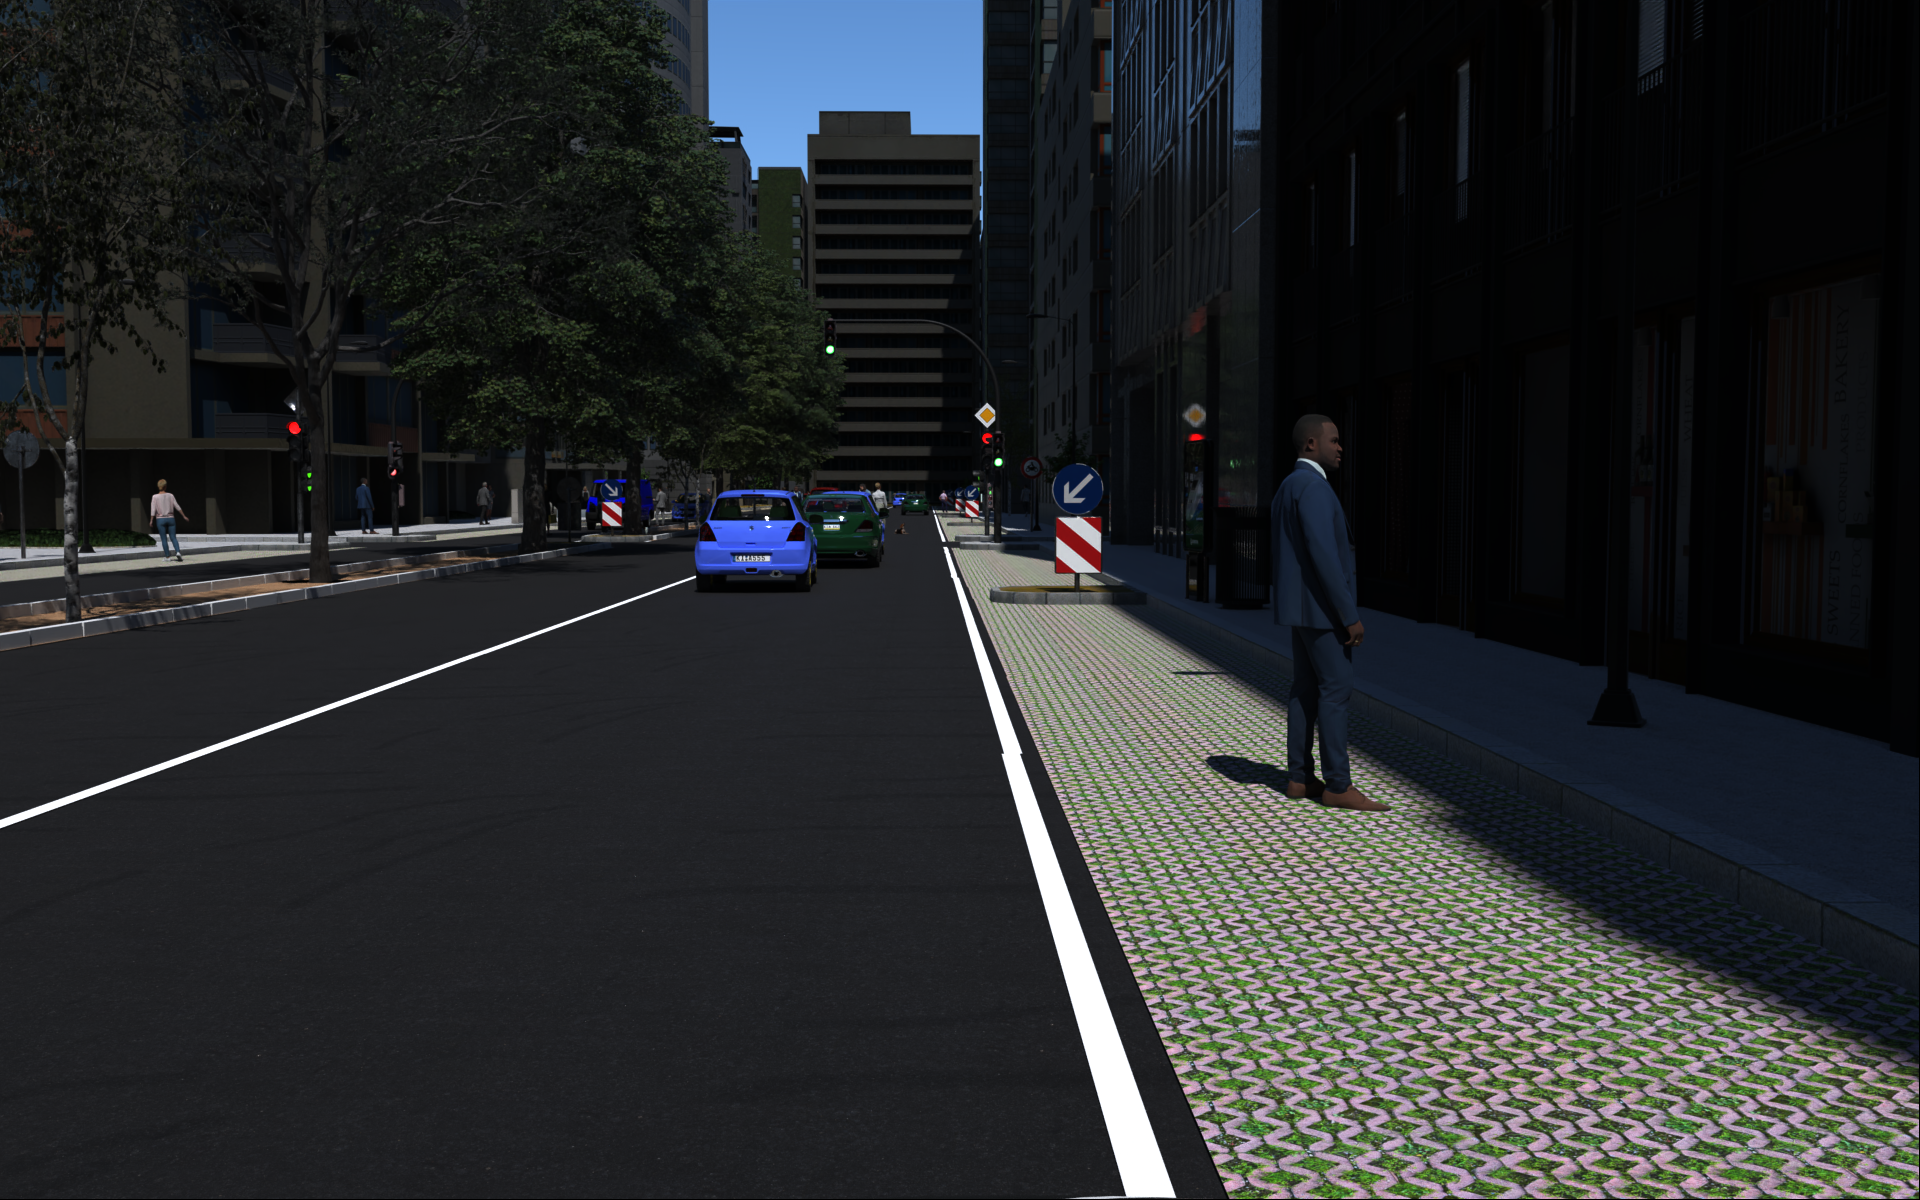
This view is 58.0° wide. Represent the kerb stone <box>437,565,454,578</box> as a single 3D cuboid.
[{"bbox_3d":[-9.036,-0.483,30.099,0.120,0.150,1.000,0,4,-1],"label":"kerb stone"}]

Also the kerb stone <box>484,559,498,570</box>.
[{"bbox_3d":[-9.092,-0.668,33.172,0.120,0.150,1.000,0,4,-1],"label":"kerb stone"}]

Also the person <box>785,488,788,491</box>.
[{"bbox_3d":[-11.012,-6.178,109.765,0.529,1.795,0.600,-3,4,-37],"label":"person"}]

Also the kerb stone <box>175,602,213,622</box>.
[{"bbox_3d":[-8.855,0.150,19.843,0.120,0.150,1.000,0,4,-1],"label":"kerb stone"}]

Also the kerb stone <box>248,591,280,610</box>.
[{"bbox_3d":[-8.884,0.018,21.899,0.120,0.150,1.000,0,4,-1],"label":"kerb stone"}]

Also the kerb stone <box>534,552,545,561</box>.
[{"bbox_3d":[-9.169,-0.922,37.291,0.120,0.150,1.000,0,4,-1],"label":"kerb stone"}]

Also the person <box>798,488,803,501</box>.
[{"bbox_3d":[-9.290,-5.602,100.365,0.793,1.790,0.793,-1,4,-13],"label":"person"}]

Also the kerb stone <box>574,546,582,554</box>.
[{"bbox_3d":[-9.250,-1.174,41.393,0.120,0.150,1.000,0,4,-1],"label":"kerb stone"}]

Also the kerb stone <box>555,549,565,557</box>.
[{"bbox_3d":[-9.204,-1.046,39.337,0.120,0.150,1.000,0,4,-1],"label":"kerb stone"}]

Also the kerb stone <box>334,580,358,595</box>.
[{"bbox_3d":[-8.942,-0.170,24.973,0.120,0.150,1.000,0,4,-1],"label":"kerb stone"}]

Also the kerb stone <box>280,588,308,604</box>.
[{"bbox_3d":[-8.909,-0.044,22.922,0.120,0.150,1.000,0,4,-1],"label":"kerb stone"}]

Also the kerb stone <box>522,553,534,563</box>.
[{"bbox_3d":[-9.147,-0.860,36.263,0.120,0.150,1.000,0,4,-1],"label":"kerb stone"}]

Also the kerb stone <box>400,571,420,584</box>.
[{"bbox_3d":[-9.001,-0.358,28.045,0.120,0.150,1.000,0,4,-1],"label":"kerb stone"}]

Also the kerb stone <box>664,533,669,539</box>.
[{"bbox_3d":[-9.495,-2.017,55.202,0.120,0.150,1.000,0,4,-1],"label":"kerb stone"}]

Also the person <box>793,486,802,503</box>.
[{"bbox_3d":[-7.286,-4.145,76.446,0.721,1.800,0.419,-2,4,-32],"label":"person"}]

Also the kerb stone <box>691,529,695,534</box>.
[{"bbox_3d":[-9.612,-2.396,61.377,0.120,0.150,1.000,0,4,-1],"label":"kerb stone"}]

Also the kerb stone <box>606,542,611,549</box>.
[{"bbox_3d":[-9.314,-1.423,45.498,0.120,0.150,1.000,0,4,-1],"label":"kerb stone"}]

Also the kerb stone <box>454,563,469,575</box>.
[{"bbox_3d":[-9.063,-0.545,31.121,0.120,0.150,1.000,0,4,-1],"label":"kerb stone"}]

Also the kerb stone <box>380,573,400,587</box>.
[{"bbox_3d":[-8.986,-0.295,27.017,0.120,0.150,1.000,0,4,-1],"label":"kerb stone"}]

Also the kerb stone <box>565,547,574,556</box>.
[{"bbox_3d":[-9.231,-1.112,40.371,0.120,0.150,1.000,0,4,-1],"label":"kerb stone"}]

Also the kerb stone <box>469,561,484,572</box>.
[{"bbox_3d":[-9.076,-0.609,32.150,0.120,0.150,1.000,0,4,-1],"label":"kerb stone"}]

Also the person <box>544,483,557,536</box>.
[{"bbox_3d":[-14.568,-3.147,60.166,0.699,1.804,1.509,-3,4,-36],"label":"person"}]

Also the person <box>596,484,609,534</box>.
[{"bbox_3d":[-12.633,-3.199,61.140,0.444,1.785,0.601,0,4,-3],"label":"person"}]

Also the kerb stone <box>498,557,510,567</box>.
[{"bbox_3d":[-9.114,-0.732,34.205,0.120,0.150,1.000,0,4,-1],"label":"kerb stone"}]

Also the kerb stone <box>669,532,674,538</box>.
[{"bbox_3d":[-9.515,-2.082,56.232,0.120,0.150,1.000,0,4,-1],"label":"kerb stone"}]

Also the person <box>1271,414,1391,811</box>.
[{"bbox_3d":[1.658,0.040,8.024,0.419,1.800,0.721,-1,4,-13],"label":"person"}]

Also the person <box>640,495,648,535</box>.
[{"bbox_3d":[-11.125,-3.084,59.682,0.760,1.731,0.466,0,4,-1],"label":"person"}]

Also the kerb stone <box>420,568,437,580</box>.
[{"bbox_3d":[-9.029,-0.416,29.074,0.120,0.150,1.000,0,4,-1],"label":"kerb stone"}]

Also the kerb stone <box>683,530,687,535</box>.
[{"bbox_3d":[-9.571,-2.271,59.324,0.120,0.150,1.000,0,4,-1],"label":"kerb stone"}]

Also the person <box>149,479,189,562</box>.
[{"bbox_3d":[-16.604,-1.671,36.491,0.598,1.740,0.731,3,4,38],"label":"person"}]

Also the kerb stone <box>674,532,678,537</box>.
[{"bbox_3d":[-9.525,-2.143,57.269,0.120,0.150,1.000,0,4,-1],"label":"kerb stone"}]

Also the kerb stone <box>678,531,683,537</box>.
[{"bbox_3d":[-9.550,-2.208,58.300,0.120,0.150,1.000,0,4,-1],"label":"kerb stone"}]

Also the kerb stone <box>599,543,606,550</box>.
[{"bbox_3d":[-9.306,-1.361,44.476,0.120,0.150,1.000,0,4,-1],"label":"kerb stone"}]

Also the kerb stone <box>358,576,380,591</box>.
[{"bbox_3d":[-8.965,-0.232,25.995,0.120,0.150,1.000,0,4,-1],"label":"kerb stone"}]

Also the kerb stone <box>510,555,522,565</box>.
[{"bbox_3d":[-9.130,-0.797,35.230,0.120,0.150,1.000,0,4,-1],"label":"kerb stone"}]

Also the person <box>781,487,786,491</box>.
[{"bbox_3d":[-8.801,-4.719,85.992,0.374,1.781,0.599,-1,4,-9],"label":"person"}]

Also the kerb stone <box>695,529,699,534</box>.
[{"bbox_3d":[-9.626,-2.456,62.400,0.120,0.150,1.000,0,4,-1],"label":"kerb stone"}]

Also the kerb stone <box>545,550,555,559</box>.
[{"bbox_3d":[-9.182,-0.985,38.315,0.120,0.150,1.000,0,4,-1],"label":"kerb stone"}]

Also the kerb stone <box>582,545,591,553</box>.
[{"bbox_3d":[-9.265,-1.237,42.428,0.120,0.150,1.000,0,4,-1],"label":"kerb stone"}]

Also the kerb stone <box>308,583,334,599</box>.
[{"bbox_3d":[-8.922,-0.104,23.950,0.120,0.150,1.000,0,4,-1],"label":"kerb stone"}]

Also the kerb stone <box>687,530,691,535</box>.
[{"bbox_3d":[-9.600,-2.329,60.355,0.120,0.150,1.000,0,4,-1],"label":"kerb stone"}]

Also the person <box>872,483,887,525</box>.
[{"bbox_3d":[-2.617,-2.872,55.691,0.478,1.798,0.641,1,4,14],"label":"person"}]

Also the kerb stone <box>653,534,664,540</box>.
[{"bbox_3d":[-9.477,-1.953,54.180,0.120,0.150,1.000,0,4,-1],"label":"kerb stone"}]

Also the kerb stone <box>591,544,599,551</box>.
[{"bbox_3d":[-9.274,-1.300,43.450,0.120,0.150,1.000,0,4,-1],"label":"kerb stone"}]

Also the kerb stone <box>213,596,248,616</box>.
[{"bbox_3d":[-8.865,0.081,20.871,0.120,0.150,1.000,0,4,-1],"label":"kerb stone"}]
